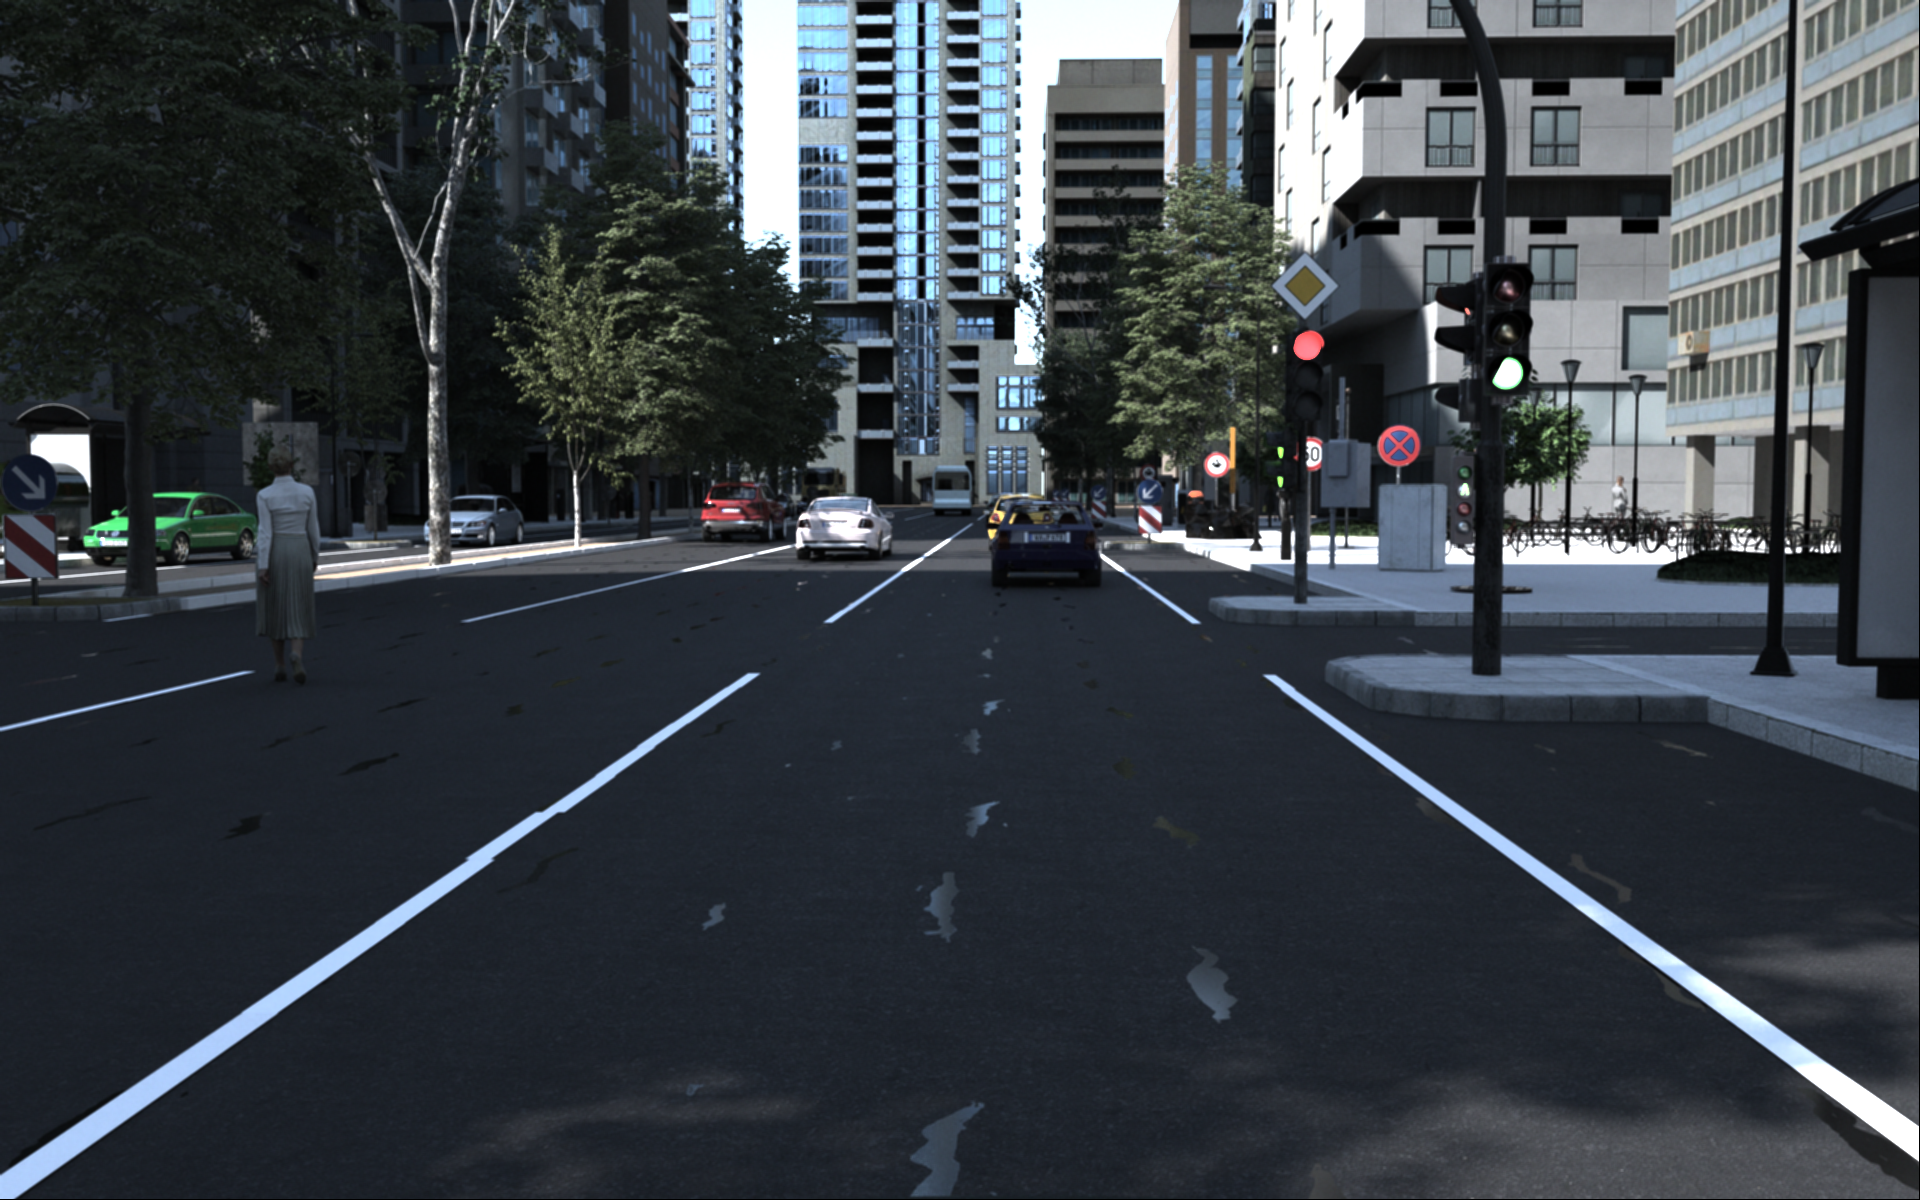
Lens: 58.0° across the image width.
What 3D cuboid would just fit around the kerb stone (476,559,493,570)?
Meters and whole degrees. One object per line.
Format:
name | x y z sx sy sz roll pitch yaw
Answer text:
kerb stone | -9.174 -0.666 33.089 0.120 0.150 1.000 0 4 2

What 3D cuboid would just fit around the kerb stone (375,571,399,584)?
kerb stone | -9.342 -0.353 27.962 0.120 0.150 1.000 0 4 2

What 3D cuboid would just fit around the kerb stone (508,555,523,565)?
kerb stone | -9.114 -0.792 35.148 0.120 0.150 1.000 0 4 2

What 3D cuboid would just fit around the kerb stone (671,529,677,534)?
kerb stone | -10.363 -2.421 61.853 0.120 0.150 1.000 0 4 2

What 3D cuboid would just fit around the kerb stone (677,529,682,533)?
kerb stone | -10.326 -2.486 62.885 0.120 0.150 1.000 0 4 2

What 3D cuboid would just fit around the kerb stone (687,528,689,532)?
kerb stone | -10.270 -2.614 64.934 0.120 0.150 1.000 0 4 2

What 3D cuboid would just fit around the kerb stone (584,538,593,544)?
kerb stone | -10.754 -1.669 49.545 0.120 0.150 1.000 0 4 2

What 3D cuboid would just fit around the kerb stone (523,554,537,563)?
kerb stone | -9.079 -0.855 36.173 0.120 0.150 1.000 0 4 2

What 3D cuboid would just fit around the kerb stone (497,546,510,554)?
kerb stone | -11.023 -1.172 41.353 0.120 0.150 1.000 0 4 2

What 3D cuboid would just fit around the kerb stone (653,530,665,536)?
kerb stone | -10.425 -2.299 59.793 0.120 0.150 1.000 0 4 2

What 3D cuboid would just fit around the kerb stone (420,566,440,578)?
kerb stone | -9.278 -0.476 30.016 0.120 0.150 1.000 0 4 2

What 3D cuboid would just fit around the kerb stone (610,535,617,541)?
kerb stone | -10.659 -1.861 52.619 0.120 0.150 1.000 0 4 2

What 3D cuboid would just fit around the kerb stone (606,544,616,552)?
kerb stone | -8.851 -1.293 43.363 0.120 0.150 1.000 0 4 2

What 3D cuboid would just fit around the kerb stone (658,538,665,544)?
kerb stone | -8.656 -1.671 49.515 0.120 0.150 1.000 0 4 2

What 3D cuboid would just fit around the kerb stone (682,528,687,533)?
kerb stone | -10.305 -2.551 63.909 0.120 0.150 1.000 0 4 2

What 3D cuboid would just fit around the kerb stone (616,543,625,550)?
kerb stone | -8.819 -1.358 44.395 0.120 0.150 1.000 0 4 2

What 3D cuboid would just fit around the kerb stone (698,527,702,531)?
kerb stone | -10.200 -2.739 66.978 0.120 0.150 1.000 0 4 2

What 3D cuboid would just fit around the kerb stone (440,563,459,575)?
kerb stone | -9.247 -0.541 31.046 0.120 0.150 1.000 0 4 2

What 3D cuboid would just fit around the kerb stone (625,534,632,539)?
kerb stone | -10.588 -1.983 54.663 0.120 0.150 1.000 0 4 2

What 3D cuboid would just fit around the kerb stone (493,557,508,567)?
kerb stone | -9.158 -0.729 34.119 0.120 0.150 1.000 0 4 2

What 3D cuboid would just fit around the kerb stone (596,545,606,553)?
kerb stone | -8.886 -1.231 42.337 0.120 0.150 1.000 0 4 2

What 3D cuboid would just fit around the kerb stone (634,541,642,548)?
kerb stone | -8.751 -1.483 46.439 0.120 0.150 1.000 0 4 2

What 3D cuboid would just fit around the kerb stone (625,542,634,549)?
kerb stone | -8.790 -1.420 45.417 0.120 0.150 1.000 0 4 2

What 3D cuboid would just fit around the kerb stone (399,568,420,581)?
kerb stone | -9.318 -0.415 28.986 0.120 0.150 1.000 0 4 2

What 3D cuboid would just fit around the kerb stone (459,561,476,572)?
kerb stone | -9.221 -0.604 32.068 0.120 0.150 1.000 0 4 2

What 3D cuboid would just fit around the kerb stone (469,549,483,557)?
kerb stone | -11.089 -1.046 39.303 0.120 0.150 1.000 0 4 2

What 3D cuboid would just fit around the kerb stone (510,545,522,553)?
kerb stone | -10.983 -1.234 42.374 0.120 0.150 1.000 0 4 2

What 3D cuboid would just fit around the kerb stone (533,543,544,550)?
kerb stone | -10.924 -1.359 44.418 0.120 0.150 1.000 0 4 2

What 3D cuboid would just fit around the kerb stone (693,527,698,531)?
kerb stone | -10.225 -2.676 65.956 0.120 0.150 1.000 0 4 2

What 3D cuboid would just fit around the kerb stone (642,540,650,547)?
kerb stone | -8.726 -1.546 47.466 0.120 0.150 1.000 0 4 2

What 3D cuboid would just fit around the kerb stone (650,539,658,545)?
kerb stone | -8.693 -1.608 48.487 0.120 0.150 1.000 0 4 2

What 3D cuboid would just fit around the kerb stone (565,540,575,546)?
kerb stone | -10.824 -1.548 47.500 0.120 0.150 1.000 0 4 2

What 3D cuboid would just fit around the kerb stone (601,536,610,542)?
kerb stone | -10.690 -1.798 51.597 0.120 0.150 1.000 0 4 2

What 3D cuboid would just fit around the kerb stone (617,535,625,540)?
kerb stone | -10.627 -1.921 53.641 0.120 0.150 1.000 0 4 2

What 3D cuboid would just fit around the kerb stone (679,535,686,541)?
kerb stone | -8.562 -1.858 52.587 0.120 0.150 1.000 0 4 2

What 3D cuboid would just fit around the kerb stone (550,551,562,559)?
kerb stone | -9.022 -0.974 38.217 0.120 0.150 1.000 0 4 2

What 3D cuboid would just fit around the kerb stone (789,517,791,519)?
kerb stone | -9.309 -4.429 94.640 0.120 0.150 1.000 0 4 2

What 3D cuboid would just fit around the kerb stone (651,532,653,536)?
kerb stone | -10.491 -2.165 57.747 0.120 0.150 1.000 0 4 2

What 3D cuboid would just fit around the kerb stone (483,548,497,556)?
kerb stone | -11.052 -1.106 40.325 0.120 0.150 1.000 0 4 2

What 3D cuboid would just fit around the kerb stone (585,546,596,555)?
kerb stone | -8.919 -1.167 41.308 0.120 0.150 1.000 0 4 2

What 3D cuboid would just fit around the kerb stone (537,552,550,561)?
kerb stone | -9.057 -0.917 37.195 0.120 0.150 1.000 0 4 2

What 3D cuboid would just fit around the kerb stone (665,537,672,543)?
kerb stone | -8.628 -1.733 50.537 0.120 0.150 1.000 0 4 2

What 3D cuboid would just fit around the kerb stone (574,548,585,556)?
kerb stone | -8.953 -1.105 40.268 0.120 0.150 1.000 0 4 2

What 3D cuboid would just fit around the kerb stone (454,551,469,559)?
kerb stone | -11.119 -0.982 38.270 0.120 0.150 1.000 0 4 2

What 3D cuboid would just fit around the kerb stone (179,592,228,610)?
kerb stone | -9.549 0.024 21.825 0.120 0.150 1.000 0 4 2

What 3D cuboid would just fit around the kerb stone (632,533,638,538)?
kerb stone | -10.562 -2.045 55.685 0.120 0.150 1.000 0 4 2

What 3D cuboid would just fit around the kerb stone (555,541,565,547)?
kerb stone | -10.862 -1.480 46.479 0.120 0.150 1.000 0 4 2

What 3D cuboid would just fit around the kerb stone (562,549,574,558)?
kerb stone | -8.987 -1.042 39.239 0.120 0.150 1.000 0 4 2

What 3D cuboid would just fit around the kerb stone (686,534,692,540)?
kerb stone | -8.529 -1.921 53.608 0.120 0.150 1.000 0 4 2

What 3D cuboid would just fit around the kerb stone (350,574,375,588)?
kerb stone | -9.379 -0.290 26.940 0.120 0.150 1.000 0 4 2

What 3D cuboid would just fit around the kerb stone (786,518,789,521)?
kerb stone | -9.381 -4.305 92.587 0.120 0.150 1.000 0 4 2

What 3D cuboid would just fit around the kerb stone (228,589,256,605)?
kerb stone | -9.519 -0.036 22.847 0.120 0.150 1.000 0 4 2

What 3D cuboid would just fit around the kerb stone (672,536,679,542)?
kerb stone | -8.593 -1.796 51.562 0.120 0.150 1.000 0 4 2

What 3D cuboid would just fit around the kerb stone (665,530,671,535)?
kerb stone | -10.396 -2.363 60.826 0.120 0.150 1.000 0 4 2

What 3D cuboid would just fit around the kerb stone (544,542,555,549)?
kerb stone | -10.887 -1.423 45.453 0.120 0.150 1.000 0 4 2

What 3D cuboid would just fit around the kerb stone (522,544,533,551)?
kerb stone | -10.961 -1.297 43.397 0.120 0.150 1.000 0 4 2

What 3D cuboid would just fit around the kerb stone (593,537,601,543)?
kerb stone | -10.723 -1.736 50.572 0.120 0.150 1.000 0 4 2

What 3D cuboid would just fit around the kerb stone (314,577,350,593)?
kerb stone | -9.417 -0.226 25.912 0.120 0.150 1.000 0 4 2

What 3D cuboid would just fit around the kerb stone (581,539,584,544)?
kerb stone | -10.791 -1.610 48.522 0.120 0.150 1.000 0 4 2
